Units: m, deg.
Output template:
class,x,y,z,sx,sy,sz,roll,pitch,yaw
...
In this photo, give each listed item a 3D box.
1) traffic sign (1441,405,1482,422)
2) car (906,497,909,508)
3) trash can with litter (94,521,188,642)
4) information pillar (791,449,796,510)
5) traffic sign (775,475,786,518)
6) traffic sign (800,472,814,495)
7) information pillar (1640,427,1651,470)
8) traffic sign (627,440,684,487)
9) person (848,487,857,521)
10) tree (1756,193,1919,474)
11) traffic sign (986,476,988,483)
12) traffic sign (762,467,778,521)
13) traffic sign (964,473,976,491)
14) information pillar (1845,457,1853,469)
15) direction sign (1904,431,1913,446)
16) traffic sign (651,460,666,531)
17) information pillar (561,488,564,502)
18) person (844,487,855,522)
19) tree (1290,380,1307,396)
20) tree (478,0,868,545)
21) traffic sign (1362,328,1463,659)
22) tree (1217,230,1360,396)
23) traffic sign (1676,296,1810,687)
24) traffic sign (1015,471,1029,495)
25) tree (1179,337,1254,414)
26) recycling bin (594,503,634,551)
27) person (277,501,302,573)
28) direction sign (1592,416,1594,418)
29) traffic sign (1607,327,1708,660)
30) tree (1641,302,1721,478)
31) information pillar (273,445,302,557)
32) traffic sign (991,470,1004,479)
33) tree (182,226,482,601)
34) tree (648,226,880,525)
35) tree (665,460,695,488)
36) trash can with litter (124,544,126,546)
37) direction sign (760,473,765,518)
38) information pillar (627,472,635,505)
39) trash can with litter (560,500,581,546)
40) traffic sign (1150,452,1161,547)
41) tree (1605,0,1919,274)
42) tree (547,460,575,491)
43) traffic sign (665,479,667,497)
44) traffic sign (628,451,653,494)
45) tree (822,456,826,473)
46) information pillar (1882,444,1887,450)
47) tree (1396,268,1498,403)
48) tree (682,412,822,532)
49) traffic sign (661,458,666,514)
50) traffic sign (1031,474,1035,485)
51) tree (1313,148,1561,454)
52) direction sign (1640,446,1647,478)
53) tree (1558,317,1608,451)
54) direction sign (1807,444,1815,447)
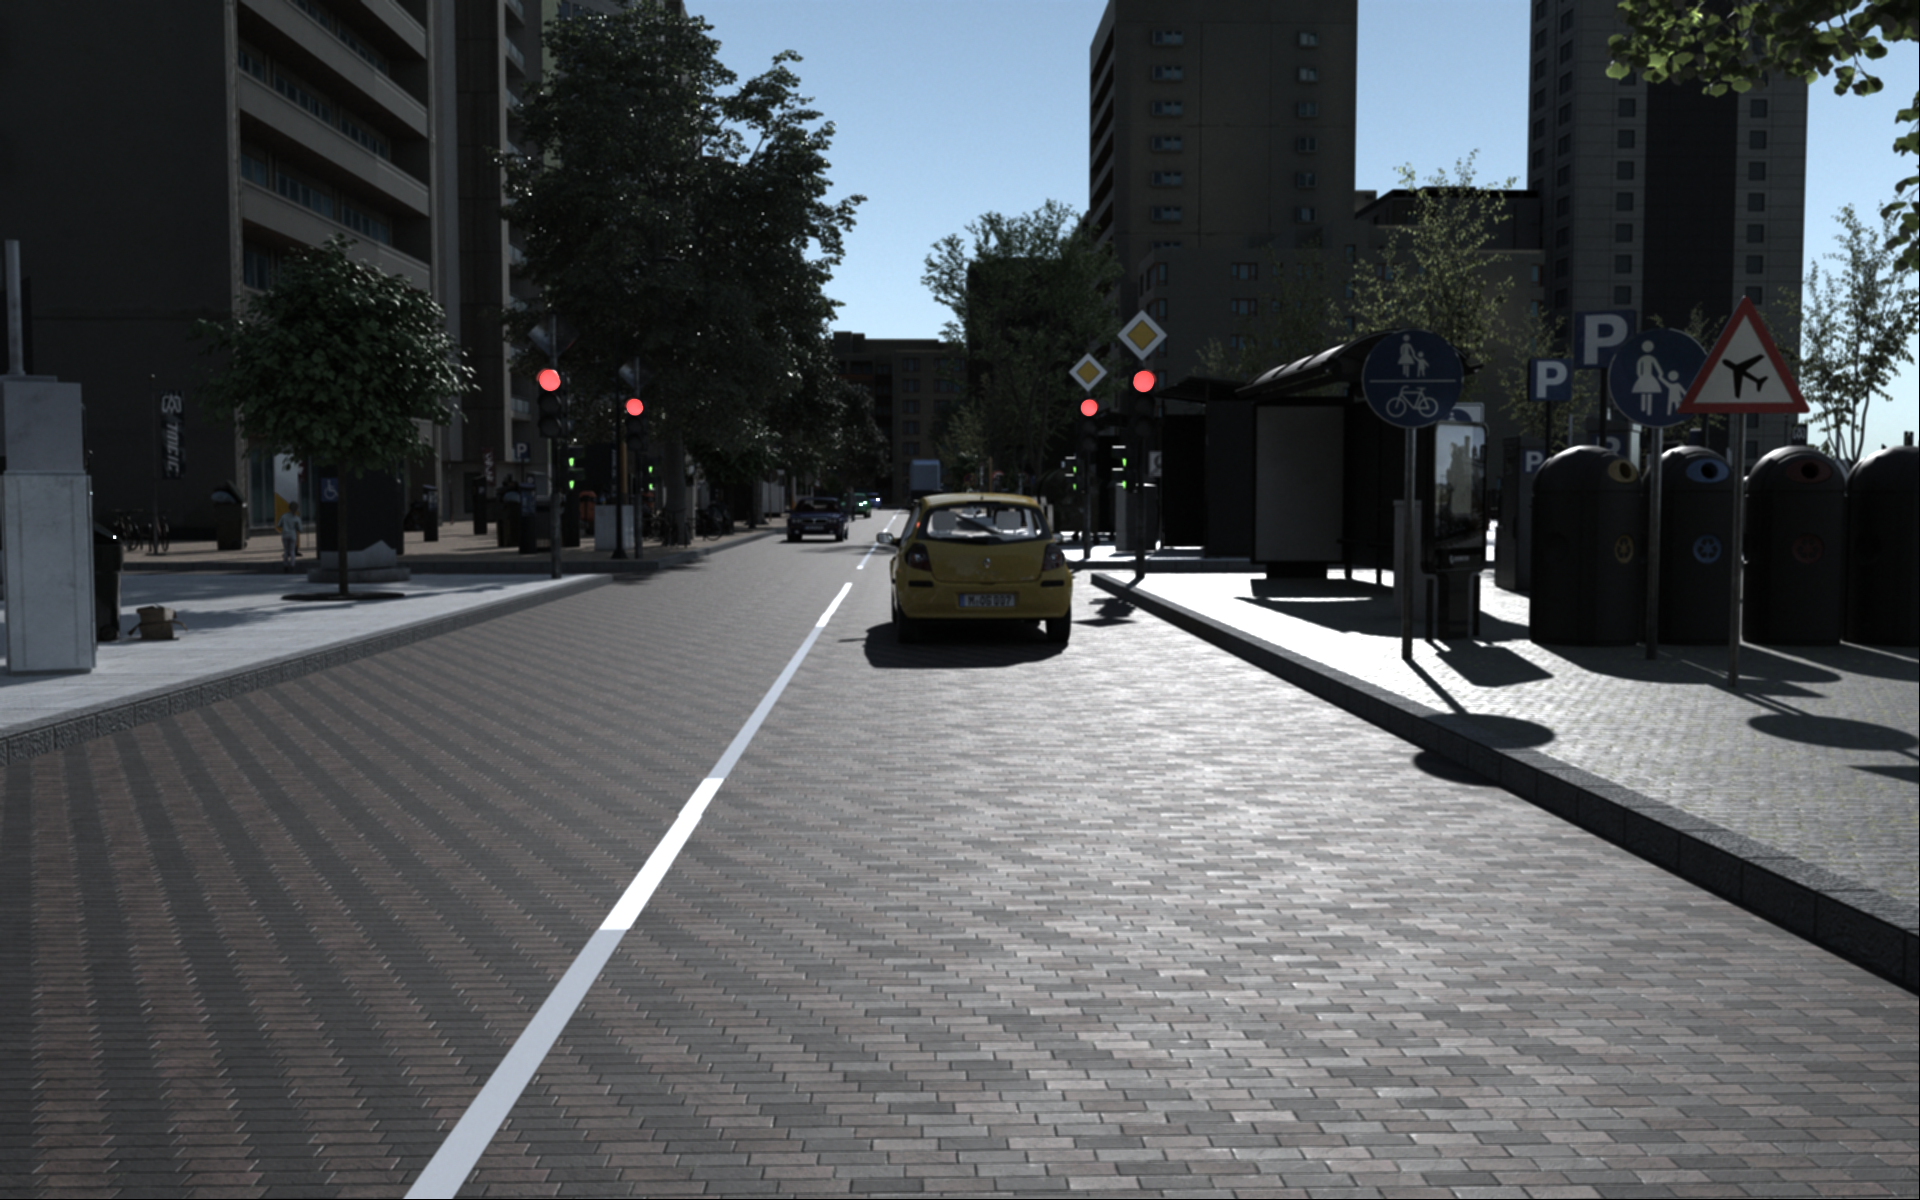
class,x,y,z,sx,sy,sz,roll,pitch,yaw
traffic sign,5.559,-1.062,19.497,0.606,2.300,0.079,0,4,4
car,-4.683,-10.295,180.677,2.083,1.381,4.827,0,4,-3
trash can with litter,-7.407,-0.238,15.283,1.055,1.170,0.624,-1,4,-23
information pillar,-7.916,-5.569,82.399,0.183,3.616,0.504,-1,4,-21
traffic sign,-9.478,-5.455,91.322,0.606,2.300,0.079,0,4,6
traffic sign,-8.499,-5.865,96.001,0.768,2.556,0.104,0,4,2
information pillar,14.246,-2.713,35.720,0.183,3.616,0.504,1,4,9
traffic sign,-11.495,-4.349,64.982,2.265,3.308,0.079,0,4,3
person,-5.819,-5.062,91.454,0.709,1.800,0.728,1,4,22
tree,22.007,-5.658,42.868,4.360,8.622,3.978,0,3,0
traffic sign,2.015,-6.638,108.634,0.768,2.556,0.104,0,4,5
traffic sign,-8.887,-4.952,81.068,0.768,2.556,0.104,0,4,2
traffic sign,0.604,-6.432,105.273,0.768,2.556,0.104,0,4,3
information pillar,54.098,-6.977,105.433,0.504,3.616,0.183,3,4,37
direction sign,34.378,-4.333,62.849,0.876,3.537,0.379,-3,5,-44
traffic sign,-10.707,-3.720,60.930,0.768,2.556,0.104,0,4,5
information pillar,-16.765,-4.232,73.691,0.304,2.012,0.304,1,4,14
person,-5.780,-4.951,89.551,0.767,1.812,0.694,-1,4,-15
tree,19.342,-9.195,100.705,4.360,8.622,3.978,0,3,0
tree,-7.165,-8.352,43.210,9.857,13.997,8.962,0,3,0
traffic sign,3.481,-0.814,13.410,0.768,2.556,0.104,0,4,5
tree,9.360,-6.036,49.051,4.737,8.622,4.395,0,3,0
traffic sign,5.161,-0.702,11.484,0.884,2.594,0.081,0,4,-1
traffic sign,3.416,-5.838,95.559,0.768,2.556,0.104,0,4,6
tree,12.311,-7.960,80.502,4.360,8.622,3.978,0,3,0
recycling bin,-7.852,-1.638,39.336,0.722,1.027,0.722,0,4,7
person,-12.169,-1.141,31.441,0.425,1.301,0.394,-1,4,-23
direction sign,18.399,-3.576,50.457,0.379,3.537,0.876,1,4,22
traffic sign,5.363,-0.810,13.356,0.768,2.556,0.104,0,4,8
tree,28.105,-7.166,67.534,4.360,8.622,3.978,0,3,0
information pillar,-13.817,-2.702,35.528,0.504,3.616,0.183,-3,5,-44
traffic sign,2.074,-5.679,92.963,0.768,2.556,0.104,0,4,4
tree,-7.556,-2.300,21.320,4.285,4.588,4.351,0,3,0
tree,-8.612,-9.475,71.924,9.611,12.733,9.660,0,3,0
tree,-13.860,-5.554,85.412,1.663,3.219,1.824,0,3,0
trash can with litter,-21.646,-1.942,42.806,2.233,1.210,1.678,2,4,23
direction sign,-10.468,-6.077,91.356,0.379,3.537,0.876,-2,4,-26
information pillar,-10.746,-3.216,57.073,0.304,2.012,0.304,-2,4,-34
trash can with litter,-9.789,-1.934,43.000,0.624,1.170,1.055,-2,4,-27
traffic sign,4.826,-2.408,41.506,0.606,2.300,0.079,0,4,3
tree,4.497,-5.338,5.407,7.486,12.596,7.792,0,3,0
tree,-18.369,-5.203,79.669,1.663,3.219,1.824,0,3,0
traffic sign,-10.841,-3.916,64.127,0.768,2.556,0.104,0,4,1
traffic sign,-9.289,-3.073,50.352,0.768,2.556,0.104,0,4,5
tree,-9.525,-7.249,102.229,4.285,4.588,4.351,0,3,0
information pillar,43.124,-5.463,80.670,0.183,3.616,0.504,-2,4,-34
tree,15.171,-6.444,55.715,4.737,8.622,4.395,0,3,0
tree,-7.773,-4.579,58.583,4.285,4.588,4.351,0,3,0
traffic sign,-10.565,-3.752,61.454,0.768,2.556,0.104,0,4,7
traffic sign,4.864,-6.724,110.043,0.768,2.556,0.104,0,4,4
tree,10.184,-5.337,37.622,4.360,8.622,3.978,0,3,0
direction sign,32.502,-5.484,81.657,0.876,3.537,0.379,2,4,35
tree,22.601,-7.131,66.952,4.360,8.622,3.978,0,3,0
direction sign,38.498,-5.321,78.992,0.876,3.537,0.379,0,4,-3
